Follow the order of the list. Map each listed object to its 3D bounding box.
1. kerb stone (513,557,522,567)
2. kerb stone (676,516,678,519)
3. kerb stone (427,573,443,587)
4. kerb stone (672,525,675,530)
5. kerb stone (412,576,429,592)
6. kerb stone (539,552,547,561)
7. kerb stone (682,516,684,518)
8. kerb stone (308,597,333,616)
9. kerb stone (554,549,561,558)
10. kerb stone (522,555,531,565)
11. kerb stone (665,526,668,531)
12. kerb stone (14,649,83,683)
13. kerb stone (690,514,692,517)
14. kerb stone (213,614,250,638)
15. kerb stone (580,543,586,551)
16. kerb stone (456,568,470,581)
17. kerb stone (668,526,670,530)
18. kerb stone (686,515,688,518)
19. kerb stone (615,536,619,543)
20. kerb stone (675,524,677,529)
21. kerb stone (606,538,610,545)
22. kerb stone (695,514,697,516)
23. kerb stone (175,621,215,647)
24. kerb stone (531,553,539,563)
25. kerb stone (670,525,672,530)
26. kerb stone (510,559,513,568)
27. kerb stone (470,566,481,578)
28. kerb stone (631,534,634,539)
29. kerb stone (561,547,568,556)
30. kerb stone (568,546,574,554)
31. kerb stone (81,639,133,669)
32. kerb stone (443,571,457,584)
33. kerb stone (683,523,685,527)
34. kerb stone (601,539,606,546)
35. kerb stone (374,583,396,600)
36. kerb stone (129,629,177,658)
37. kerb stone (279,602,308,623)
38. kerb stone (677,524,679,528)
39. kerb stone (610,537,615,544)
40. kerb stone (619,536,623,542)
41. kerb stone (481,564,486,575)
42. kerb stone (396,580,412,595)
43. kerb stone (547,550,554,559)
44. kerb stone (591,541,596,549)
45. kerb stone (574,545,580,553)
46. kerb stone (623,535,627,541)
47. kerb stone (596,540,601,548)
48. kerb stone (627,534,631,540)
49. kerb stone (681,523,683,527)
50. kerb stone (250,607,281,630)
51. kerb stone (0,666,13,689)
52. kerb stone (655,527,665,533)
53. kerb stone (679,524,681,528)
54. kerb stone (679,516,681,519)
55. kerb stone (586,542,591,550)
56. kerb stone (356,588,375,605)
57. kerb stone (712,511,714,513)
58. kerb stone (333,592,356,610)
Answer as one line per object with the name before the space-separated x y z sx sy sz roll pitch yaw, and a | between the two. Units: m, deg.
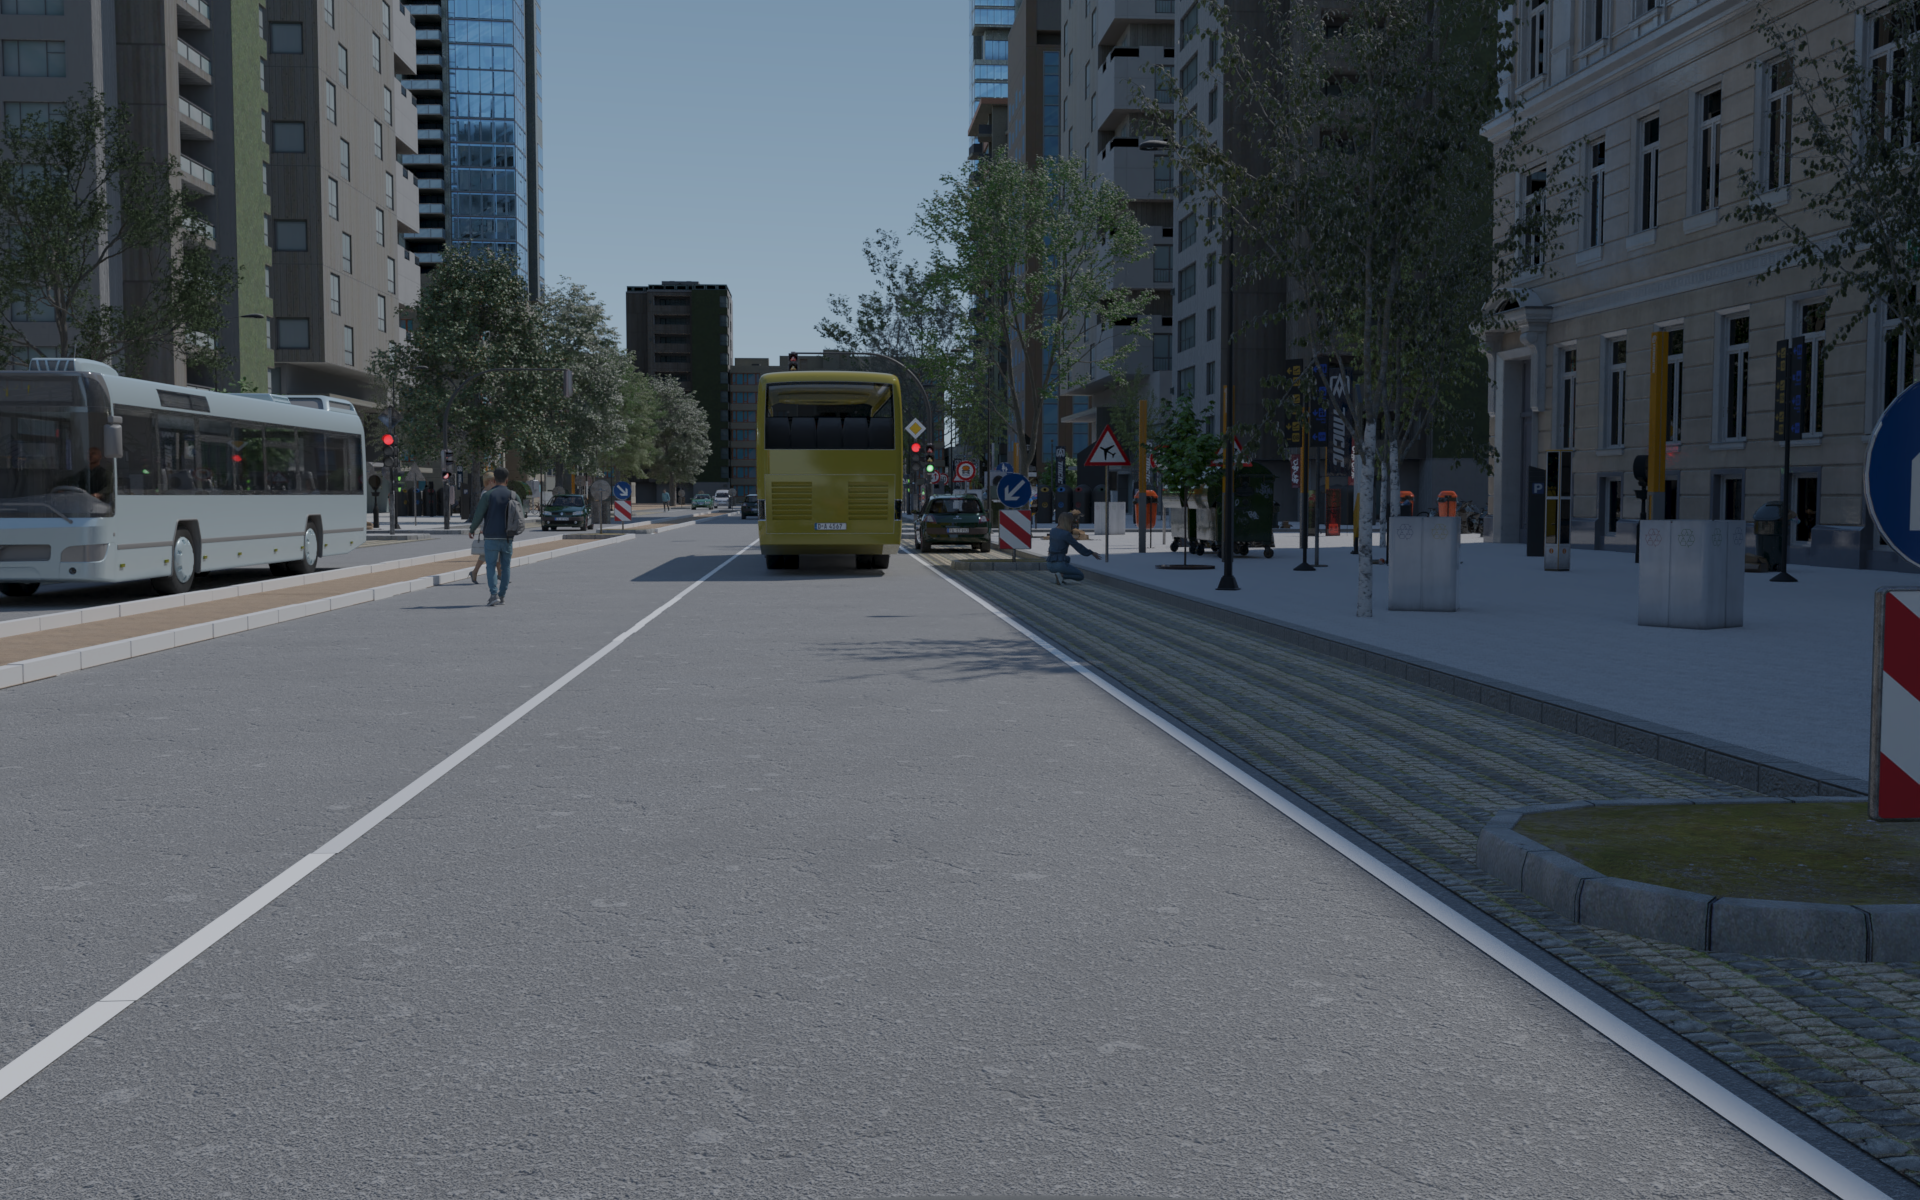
kerb stone | -8.813 -0.721 34.030 0.120 0.150 1.000 0 4 -5
kerb stone | -15.841 -4.490 95.670 0.120 0.150 1.000 0 4 -5
kerb stone | -8.239 -0.287 26.883 0.120 0.150 1.000 0 4 -5
kerb stone | -11.624 -2.882 69.313 0.120 0.150 1.000 0 4 -5
kerb stone | -8.142 -0.217 25.857 0.120 0.150 1.000 0 4 -5
kerb stone | -9.050 -0.911 37.086 0.120 0.150 1.000 0 4 -5
kerb stone | -16.154 -4.743 99.770 0.120 0.150 1.000 0 4 -5
kerb stone | -7.745 0.098 20.734 0.120 0.150 1.000 0 4 -5
kerb stone | -9.208 -1.033 39.147 0.120 0.150 1.000 0 4 -5
kerb stone | -8.885 -0.784 35.049 0.120 0.150 1.000 0 4 -5
kerb stone | -11.377 -2.690 66.246 0.120 0.150 1.000 0 4 -5
kerb stone | -7.171 0.527 13.576 0.120 0.150 1.000 0 4 -5
kerb stone | -16.654 -5.117 105.897 0.120 0.150 1.000 0 4 -5
kerb stone | -7.500 0.278 17.675 0.120 0.150 1.000 0 4 -5
kerb stone | -9.539 -1.287 43.236 0.120 0.150 1.000 0 4 -5
kerb stone | -8.396 -0.408 28.924 0.120 0.150 1.000 0 4 -5
kerb stone | -11.467 -2.756 67.264 0.120 0.150 1.000 0 4 -5
kerb stone | -16.411 -4.932 102.831 0.120 0.150 1.000 0 4 -5
kerb stone | -10.111 -1.724 50.377 0.120 0.150 1.000 0 4 -5
kerb stone | -11.706 -2.943 70.332 0.120 0.150 1.000 0 4 -5
kerb stone | -9.950 -1.599 48.339 0.120 0.150 1.000 0 4 -5
kerb stone | -16.981 -5.369 109.978 0.120 0.150 1.000 0 4 -5
kerb stone | -7.423 0.339 16.647 0.120 0.150 1.000 0 4 -5
kerb stone | -8.959 -0.848 36.068 0.120 0.150 1.000 0 4 -5
kerb stone | -11.543 -2.817 68.294 0.120 0.150 1.000 0 4 -5
kerb stone | -8.724 -0.660 33.011 0.120 0.150 1.000 0 4 -5
kerb stone | -8.482 -0.473 29.950 0.120 0.150 1.000 0 4 -5
kerb stone | -10.436 -1.973 54.459 0.120 0.150 1.000 0 4 -5
kerb stone | -9.291 -1.099 40.166 0.120 0.150 1.000 0 4 -5
kerb stone | -9.376 -1.162 41.192 0.120 0.150 1.000 0 4 -5
kerb stone | -7.256 0.464 14.603 0.120 0.150 1.000 0 4 -5
kerb stone | -8.319 -0.343 27.904 0.120 0.150 1.000 0 4 -5
kerb stone | -12.030 -3.189 74.437 0.120 0.150 1.000 0 4 -5
kerb stone | -9.867 -1.537 47.320 0.120 0.150 1.000 0 4 -5
kerb stone | -7.980 -0.099 23.809 0.120 0.150 1.000 0 4 -5
kerb stone | -7.338 0.402 15.626 0.120 0.150 1.000 0 4 -5
kerb stone | -7.660 0.152 19.715 0.120 0.150 1.000 0 4 -5
kerb stone | -11.785 -3.007 71.363 0.120 0.150 1.000 0 4 -5
kerb stone | -10.033 -1.658 49.359 0.120 0.150 1.000 0 4 -5
kerb stone | -10.186 -1.785 51.398 0.120 0.150 1.000 0 4 -5
kerb stone | -8.563 -0.537 30.969 0.120 0.150 1.000 0 4 -5
kerb stone | -8.068 -0.161 24.836 0.120 0.150 1.000 0 4 -5
kerb stone | -9.136 -0.971 38.115 0.120 0.150 1.000 0 4 -5
kerb stone | -9.706 -1.412 45.277 0.120 0.150 1.000 0 4 -5
kerb stone | -9.460 -1.224 42.210 0.120 0.150 1.000 0 4 -5
kerb stone | -10.272 -1.848 52.416 0.120 0.150 1.000 0 4 -5
kerb stone | -9.789 -1.474 46.301 0.120 0.150 1.000 0 4 -5
kerb stone | -10.353 -1.911 53.440 0.120 0.150 1.000 0 4 -5
kerb stone | -11.950 -3.128 73.409 0.120 0.150 1.000 0 4 -5
kerb stone | -7.579 0.215 18.696 0.120 0.150 1.000 0 4 -5
kerb stone | -7.087 0.597 12.549 0.120 0.150 1.000 0 4 -5
kerb stone | -11.294 -2.631 65.221 0.120 0.150 1.000 0 4 -5
kerb stone | -11.866 -3.070 72.390 0.120 0.150 1.000 0 4 -5
kerb stone | -16.001 -4.619 97.717 0.120 0.150 1.000 0 4 -5
kerb stone | -9.625 -1.349 44.259 0.120 0.150 1.000 0 4 -5
kerb stone | -7.915 -0.031 22.787 0.120 0.150 1.000 0 4 -5
kerb stone | -18.361 -6.428 127.330 0.120 0.150 1.000 0 4 -5
kerb stone | -7.825 0.031 21.768 0.120 0.150 1.000 0 4 -5
